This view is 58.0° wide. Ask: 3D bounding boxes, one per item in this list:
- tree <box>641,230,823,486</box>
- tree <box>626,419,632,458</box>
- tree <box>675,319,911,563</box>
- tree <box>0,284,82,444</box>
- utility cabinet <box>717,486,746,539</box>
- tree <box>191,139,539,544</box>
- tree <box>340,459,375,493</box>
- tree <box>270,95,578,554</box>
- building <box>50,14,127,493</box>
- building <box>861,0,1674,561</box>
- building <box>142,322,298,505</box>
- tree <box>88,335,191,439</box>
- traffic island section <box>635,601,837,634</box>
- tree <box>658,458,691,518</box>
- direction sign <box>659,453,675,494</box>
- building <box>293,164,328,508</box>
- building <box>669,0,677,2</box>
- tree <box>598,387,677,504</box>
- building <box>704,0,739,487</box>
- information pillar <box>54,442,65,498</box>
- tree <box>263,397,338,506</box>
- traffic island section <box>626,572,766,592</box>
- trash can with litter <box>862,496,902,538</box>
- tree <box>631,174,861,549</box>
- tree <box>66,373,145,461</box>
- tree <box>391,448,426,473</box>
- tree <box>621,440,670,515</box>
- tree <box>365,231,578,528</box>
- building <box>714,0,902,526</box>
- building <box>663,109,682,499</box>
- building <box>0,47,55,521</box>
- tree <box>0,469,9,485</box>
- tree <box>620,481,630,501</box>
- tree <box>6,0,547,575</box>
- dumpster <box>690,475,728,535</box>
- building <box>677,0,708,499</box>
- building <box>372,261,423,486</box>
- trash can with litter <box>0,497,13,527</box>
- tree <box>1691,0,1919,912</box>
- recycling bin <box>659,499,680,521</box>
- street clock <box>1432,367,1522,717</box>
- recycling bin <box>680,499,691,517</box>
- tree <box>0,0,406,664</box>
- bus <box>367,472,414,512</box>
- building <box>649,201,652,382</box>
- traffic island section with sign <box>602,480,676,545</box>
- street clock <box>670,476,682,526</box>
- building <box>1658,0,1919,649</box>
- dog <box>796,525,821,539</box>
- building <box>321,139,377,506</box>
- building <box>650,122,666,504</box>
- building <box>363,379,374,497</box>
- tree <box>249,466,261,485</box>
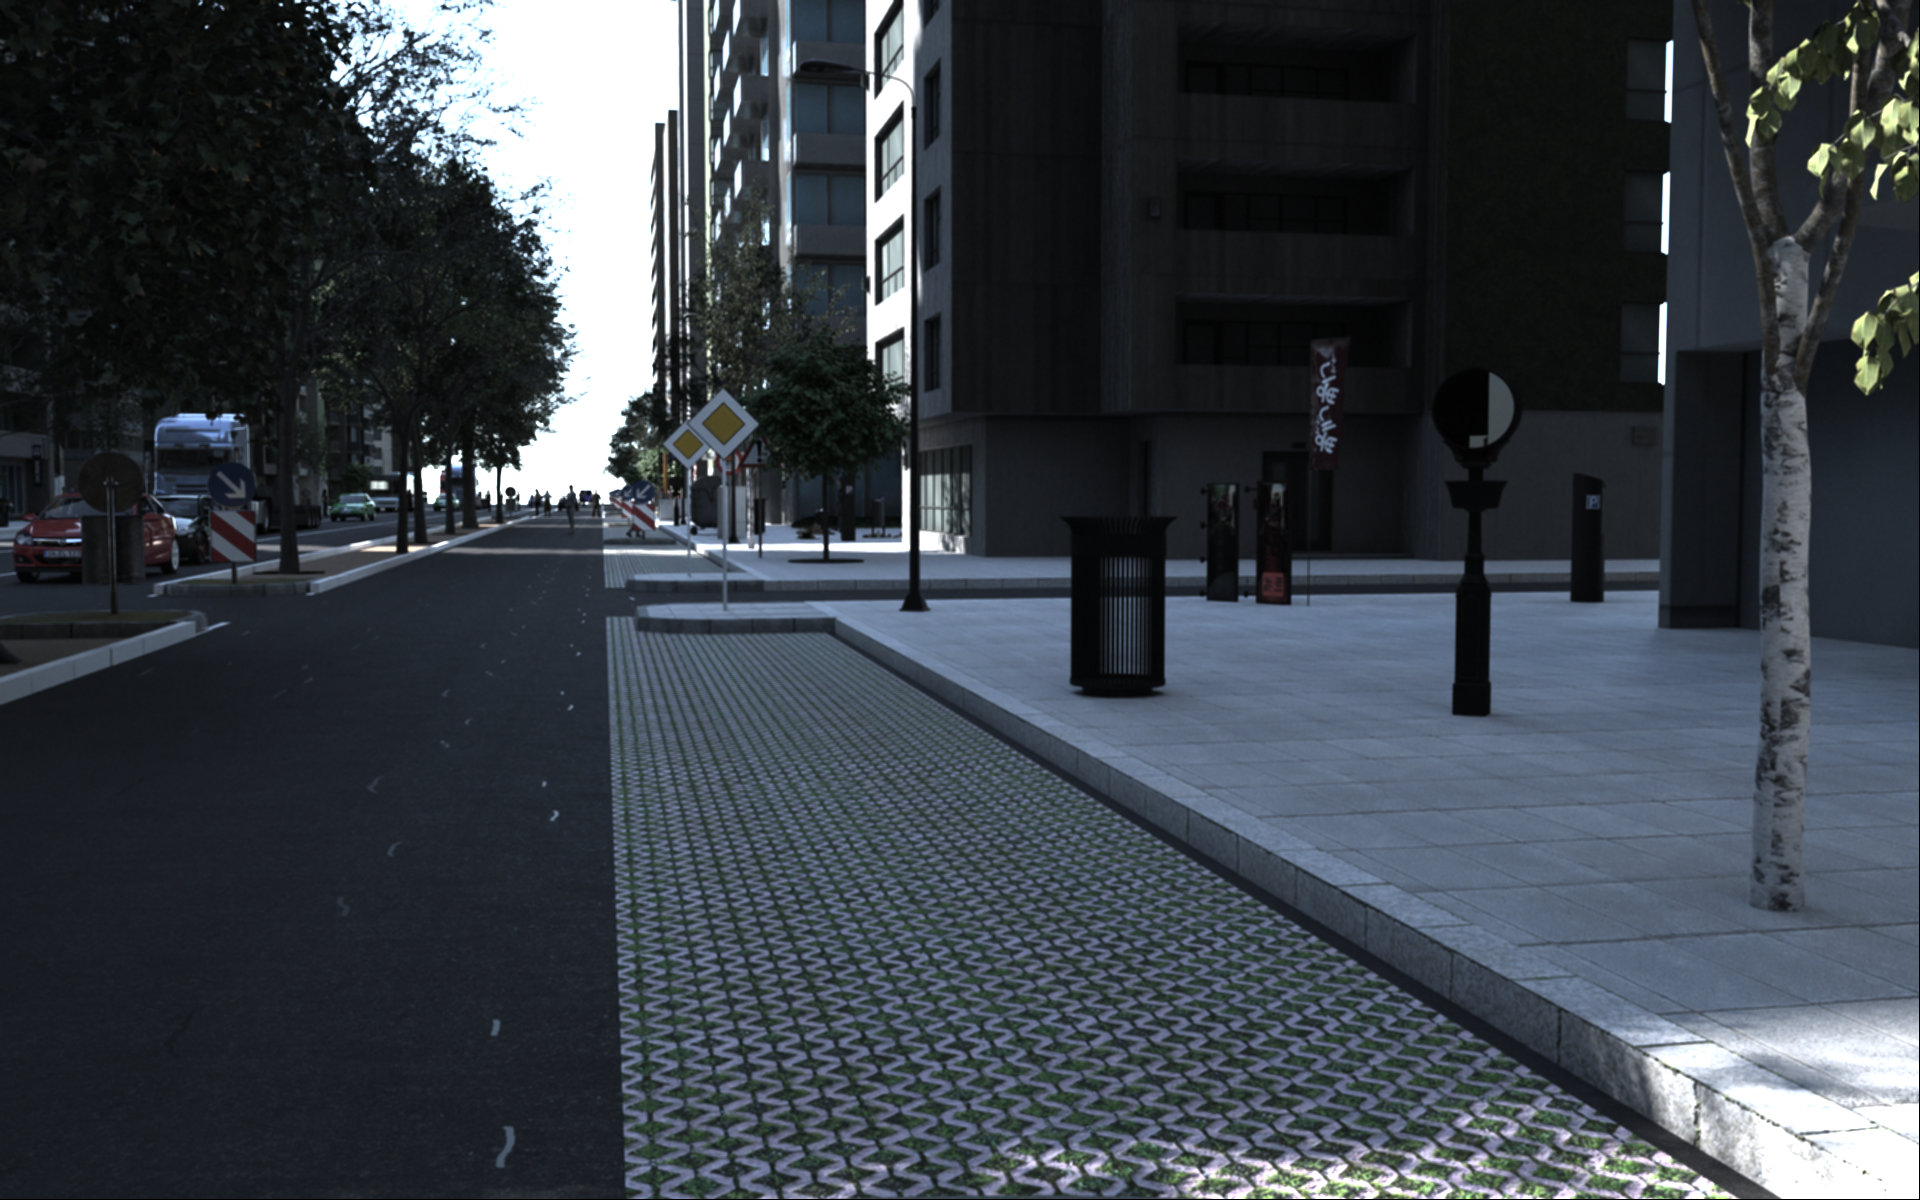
[{"bbox_3d":[-7.732,-7.732,60.834,7.601,10.594,8.767,0,4,-3],"label":"tree"},{"bbox_3d":[-28.303,-12.597,156.321,4.360,8.622,3.978,0,3,0],"label":"tree"},{"bbox_3d":[-2.586,-2.998,32.732,4.285,4.588,4.351,0,3,0],"label":"tree"},{"bbox_3d":[-36.192,-7.956,64.499,7.601,10.594,8.767,0,4,-6],"label":"tree"},{"bbox_3d":[-6.526,-2.495,49.476,0.318,1.500,1.173,1,4,22],"label":"utility cabinet"},{"bbox_3d":[-15.587,-7.412,49.392,9.928,11.665,9.643,0,3,0],"label":"tree"},{"bbox_3d":[-56.111,-10.867,161.392,4.285,4.588,4.351,0,3,0],"label":"tree"},{"bbox_3d":[-13.286,-6.352,40.731,8.767,10.594,7.601,-1,4,-12],"label":"tree"},{"bbox_3d":[-63.881,-25.168,103.384,32.217,40.220,23.993,-1,4,-12],"label":"building"},{"bbox_3d":[5.717,-16.324,38.599,14.107,30.474,14.160,-1,4,-12],"label":"building"},{"bbox_3d":[-62.145,-22.482,139.275,14.160,30.474,14.107,-1,4,-12],"label":"building"},{"bbox_3d":[-42.386,-10.186,92.304,9.928,11.665,9.643,0,3,0],"label":"tree"},{"bbox_3d":[-2.538,0.198,19.045,2.009,0.180,2.903,-1,4,-12],"label":"traffic island section"},{"bbox_3d":[-15.385,-6.000,92.700,1.663,3.219,1.824,0,3,0],"label":"tree"},{"bbox_3d":[-16.042,-6.296,94.939,0.876,3.537,0.379,-2,4,-32],"label":"direction sign"},{"bbox_3d":[-64.886,-28.739,153.477,14.154,41.232,14.086,-1,4,-12],"label":"building"},{"bbox_3d":[-11.763,-34.988,161.286,28.713,52.752,27.495,-1,4,-12],"label":"building"},{"bbox_3d":[-33.342,-16.259,182.834,9.611,12.733,9.660,0,3,0],"label":"tree"},{"bbox_3d":[-9.421,-26.179,111.615,14.154,41.232,14.086,-1,4,-12],"label":"building"},{"bbox_3d":[-40.576,-5.311,78.193,0.183,3.616,0.504,0,4,-6],"label":"information pillar"},{"bbox_3d":[-50.281,-11.023,130.584,4.360,8.622,3.978,0,3,0],"label":"tree"},{"bbox_3d":[-4.155,-0.280,26.866,2.009,0.180,2.903,-1,4,-12],"label":"traffic island section"},{"bbox_3d":[-2.081,-2.456,51.206,1.678,1.210,2.233,3,4,37],"label":"trash can with litter"},{"bbox_3d":[-4.725,-5.490,40.132,4.360,8.622,3.978,0,3,0],"label":"tree"},{"bbox_3d":[-41.146,-8.168,83.916,4.360,8.622,3.978,0,3,0],"label":"tree"},{"bbox_3d":[-67.043,-15.993,211.847,4.360,8.622,3.978,0,3,0],"label":"tree"},{"bbox_3d":[-18.086,-7.466,105.785,4.285,4.588,4.351,0,3,0],"label":"tree"},{"bbox_3d":[-20.359,-9.938,71.606,9.857,13.997,8.962,0,3,0],"label":"tree"},{"bbox_3d":[0.141,-28.244,81.402,23.786,49.044,30.456,-1,4,-12],"label":"building"},{"bbox_3d":[-26.615,-33.567,198.933,14.600,45.320,14.200,-1,4,-12],"label":"building"},{"bbox_3d":[-52.993,-27.400,71.695,21.300,48.544,21.600,-1,4,-12],"label":"building"},{"bbox_3d":[-40.003,-4.676,71.047,1.663,3.219,1.824,0,3,0],"label":"tree"},{"bbox_3d":[-47.480,-18.255,248.831,4.737,8.622,4.395,0,3,0],"label":"tree"},{"bbox_3d":[-12.034,-7.206,30.649,12.009,13.543,11.850,0,3,0],"label":"tree"},{"bbox_3d":[-7.886,-2.984,54.547,1.264,1.857,1.865,-1,4,-11],"label":"dumpster"},{"bbox_3d":[-11.024,-36.139,132.875,21.231,58.520,28.212,-1,4,-12],"label":"building"},{"bbox_3d":[-82.028,-33.890,237.701,14.154,41.232,14.086,-1,4,-12],"label":"building"},{"bbox_3d":[-37.013,-3.372,66.526,0.624,1.170,1.055,2,4,28],"label":"trash can with litter"},{"bbox_3d":[2.313,-3.346,5.067,4.737,8.622,4.395,0,3,0],"label":"tree"},{"bbox_3d":[-14.209,-4.384,84.229,0.722,1.027,0.722,0,4,4],"label":"recycling bin"},{"bbox_3d":[2.982,-0.334,10.038,0.471,2.002,0.358,2,4,26],"label":"street clock"},{"bbox_3d":[-15.651,-5.235,98.140,0.722,1.027,0.722,0,4,8],"label":"recycling bin"},{"bbox_3d":[-8.375,-5.775,13.890,9.611,12.733,9.660,0,3,0],"label":"tree"},{"bbox_3d":[-46.548,-9.048,142.796,2.948,3.499,13.247,-1,4,-11],"label":"bus"},{"bbox_3d":[-32.176,-38.212,244.371,23.786,49.044,30.456,-1,4,-12],"label":"building"},{"bbox_3d":[-9.122,-2.483,49.226,1.989,1.847,2.006,-1,4,-12],"label":"traffic island section with sign"},{"bbox_3d":[-11.407,-3.980,69.651,0.471,2.002,0.358,-1,4,-19],"label":"street clock"},{"bbox_3d":[20.039,-25.448,5.322,28.713,52.752,27.495,-1,4,-12],"label":"building"},{"bbox_3d":[-4.320,-1.924,49.195,0.550,0.427,0.748,-2,4,-30],"label":"dog"},{"bbox_3d":[-77.385,-32.838,191.531,22.147,44.769,28.867,-1,4,-12],"label":"building"},{"bbox_3d":[-27.643,-36.320,217.528,21.300,48.544,21.600,-1,4,-12],"label":"building"},{"bbox_3d":[-87.411,-32.131,217.219,32.217,40.220,23.993,-1,4,-12],"label":"building"},{"bbox_3d":[-47.519,-7.412,115.793,1.663,3.219,1.824,0,3,0],"label":"tree"}]
